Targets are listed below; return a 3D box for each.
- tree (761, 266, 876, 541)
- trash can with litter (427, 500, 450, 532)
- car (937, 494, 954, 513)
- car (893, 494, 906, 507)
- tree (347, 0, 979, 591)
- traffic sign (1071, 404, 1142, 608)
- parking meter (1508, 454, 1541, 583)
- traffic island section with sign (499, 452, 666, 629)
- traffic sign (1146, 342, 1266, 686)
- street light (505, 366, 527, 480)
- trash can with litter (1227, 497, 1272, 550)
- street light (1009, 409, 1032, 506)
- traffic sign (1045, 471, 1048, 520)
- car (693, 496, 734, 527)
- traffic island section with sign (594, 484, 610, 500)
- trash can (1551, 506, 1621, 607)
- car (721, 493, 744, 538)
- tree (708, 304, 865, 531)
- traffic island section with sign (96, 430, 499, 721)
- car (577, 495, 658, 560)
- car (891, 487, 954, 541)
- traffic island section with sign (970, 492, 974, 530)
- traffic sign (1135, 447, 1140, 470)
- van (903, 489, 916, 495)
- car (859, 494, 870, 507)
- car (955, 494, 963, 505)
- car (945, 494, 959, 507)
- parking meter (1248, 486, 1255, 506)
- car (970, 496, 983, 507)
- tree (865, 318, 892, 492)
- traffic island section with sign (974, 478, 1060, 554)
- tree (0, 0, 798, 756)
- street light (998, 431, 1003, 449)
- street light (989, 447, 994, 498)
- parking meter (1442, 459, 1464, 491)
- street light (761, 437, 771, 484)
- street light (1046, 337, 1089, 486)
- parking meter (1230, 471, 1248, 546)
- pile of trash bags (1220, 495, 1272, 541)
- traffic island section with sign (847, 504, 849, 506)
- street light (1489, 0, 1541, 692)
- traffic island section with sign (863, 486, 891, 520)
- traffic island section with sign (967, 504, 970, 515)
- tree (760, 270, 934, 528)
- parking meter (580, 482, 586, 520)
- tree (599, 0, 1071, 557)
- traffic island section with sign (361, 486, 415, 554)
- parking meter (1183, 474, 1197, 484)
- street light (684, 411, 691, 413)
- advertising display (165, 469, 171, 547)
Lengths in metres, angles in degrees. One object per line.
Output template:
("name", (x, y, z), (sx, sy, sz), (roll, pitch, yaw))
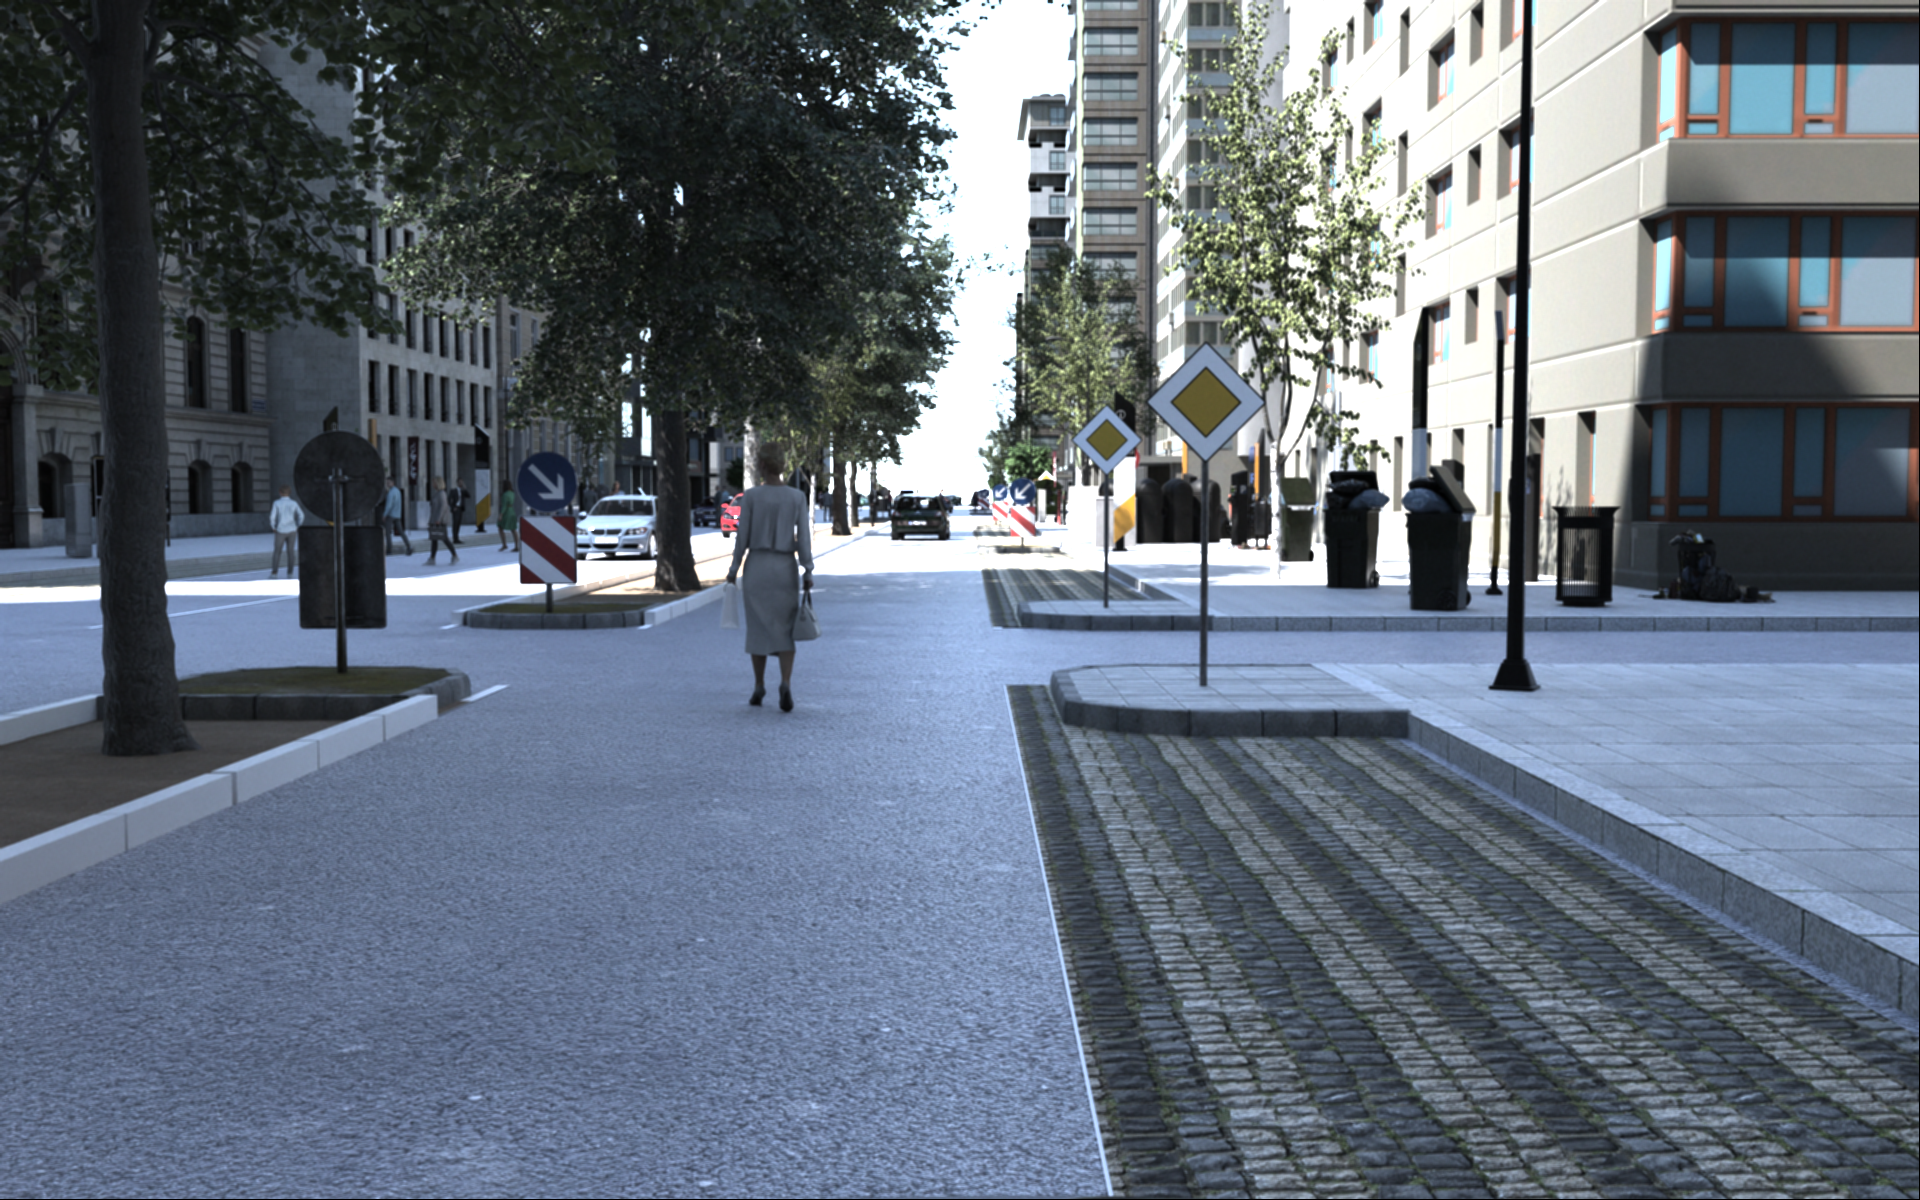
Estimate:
("tree", (-4.470, -6.068, 52.032), (4.737, 8.622, 4.395), (0, 3, 0))
("trash can with litter", (-17.654, -2.888, 58.610), (0.624, 1.170, 1.055), (0, 4, -4))
("car", (-1.463, -7.379, 132.649), (2.014, 1.417, 4.499), (0, 4, 1))
("car", (-6.684, -11.351, 195.380), (2.009, 1.686, 4.222), (0, 4, -1))
("tree", (-4.189, -7.098, 25.161), (9.857, 13.997, 8.962), (0, 3, 0))
("traffic sign", (1.647, -0.970, 19.509), (0.795, 2.450, 0.064), (0, 4, 0))
("parking meter", (8.212, -1.193, 25.223), (0.399, 1.863, 0.255), (3, 4, 37))
("traffic island section with sign", (-4.429, -0.681, 19.263), (2.006, 1.907, 1.989), (0, 4, 0))
("traffic sign", (1.625, -0.482, 11.524), (0.795, 2.450, 0.064), (0, 4, 0))
("street light", (-15.747, -5.486, 62.244), (1.470, 5.913, 1.316), (0, 4, 0))
("trash can with litter", (6.931, -1.779, 40.151), (1.678, 1.210, 2.233), (-1, 4, -14))
("street light", (3.337, -7.440, 94.178), (1.470, 5.913, 1.316), (0, 4, 0))
("traffic sign", (4.271, -5.170, 85.714), (0.795, 2.450, 0.064), (1, 4, 9))
("car", (-10.784, -3.941, 77.021), (1.945, 1.354, 3.894), (0, 4, 0))
("traffic island section with sign", (-14.290, -3.687, 68.910), (1.989, 1.847, 2.006), (0, 4, 0))
("trash can", (7.154, -0.500, 19.834), (0.748, 1.137, 0.748), (0, 3, 0))
("car", (-6.802, -2.979, 57.746), (2.155, 1.783, 4.494), (0, 4, 2))
("tree", (-4.757, -5.727, 46.458), (4.360, 8.622, 3.978), (0, 3, 0))
("traffic island section with sign", (-4.460, -0.227, 11.856), (2.006, 1.907, 1.989), (0, 4, 0))
("car", (-7.454, -1.652, 39.020), (2.014, 1.417, 4.499), (0, 4, 2))
("car", (-1.217, -2.741, 54.598), (2.009, 1.686, 4.222), (0, 4, 2))
("traffic island section with sign", (1.489, -3.710, 69.290), (1.989, 1.847, 2.006), (0, 4, 0))
("traffic sign", (4.120, -2.642, 43.305), (0.768, 2.556, 0.104), (0, 4, 6))
("van", (-6.755, -13.473, 224.665), (2.240, 2.365, 5.245), (0, 4, 1))
("car", (-10.009, -10.775, 187.967), (2.131, 1.459, 4.920), (0, 4, 1))
("car", (-0.693, -12.631, 218.316), (2.131, 1.459, 4.920), (0, 4, -1))
("car", (-1.112, -11.487, 199.612), (2.131, 1.459, 4.920), (0, 4, -2))
("parking meter", (8.809, -2.717, 52.829), (0.372, 1.533, 0.369), (0, 3, 0))
("car", (2.044, -11.440, 196.829), (2.009, 1.686, 4.222), (0, 4, 2))
("tree", (-4.226, -6.960, 66.610), (4.360, 8.622, 3.978), (0, 3, 0))
("traffic island section with sign", (1.401, -2.062, 42.335), (1.989, 1.847, 2.006), (0, 4, 0))
("tree", (-4.420, -5.396, 8.803), (7.486, 12.596, 7.792), (0, 3, 0))
("street light", (3.492, -9.464, 127.277), (1.470, 5.913, 1.316), (0, 4, 0))
("street light", (3.495, -12.114, 170.600), (1.470, 5.913, 1.316), (0, 4, 0))
("parking meter", (8.381, -1.454, 29.483), (0.255, 1.863, 0.399), (3, 5, 42))
("street light", (-15.447, -10.220, 139.633), (1.470, 5.913, 1.316), (0, 4, 0))
("street light", (3.248, -4.820, 51.340), (1.470, 5.913, 1.316), (0, 4, 0))
("parking meter", (6.948, -2.286, 43.090), (0.399, 1.863, 0.255), (-2, 4, -30))
("pile of trash bags", (7.885, -2.418, 49.287), (1.912, 1.369, 3.447), (0, 4, 5))
("traffic island section with sign", (-13.856, -13.394, 227.627), (1.989, 1.847, 2.006), (0, 4, 0))
("street light", (3.118, -2.368, 11.252), (1.470, 5.913, 1.316), (0, 4, 0))
("traffic island section with sign", (-4.232, -5.276, 94.402), (2.006, 1.907, 1.989), (0, 4, 0))
("traffic island section with sign", (1.625, -6.756, 119.086), (1.989, 1.847, 2.006), (0, 4, 0))
("tree", (-4.605, -8.901, 73.749), (9.928, 11.665, 9.643), (0, 3, 0))
("parking meter", (-18.710, -4.929, 86.306), (0.399, 1.863, 0.255), (-2, 4, -34))
("tree", (-3.445, -10.959, 37.533), (12.611, 20.169, 13.585), (0, 3, 0))
("traffic island section with sign", (-14.357, -2.038, 41.955), (1.989, 1.847, 2.006), (0, 4, 0))
("parking meter", (6.545, -2.667, 49.317), (0.255, 1.863, 0.399), (-2, 4, -31))
("street light", (-15.635, -7.580, 96.468), (1.470, 5.913, 1.316), (0, 4, 0))
("advertising display", (-19.726, -2.256, 42.094), (0.974, 1.923, 0.123), (-2, 4, -32))
